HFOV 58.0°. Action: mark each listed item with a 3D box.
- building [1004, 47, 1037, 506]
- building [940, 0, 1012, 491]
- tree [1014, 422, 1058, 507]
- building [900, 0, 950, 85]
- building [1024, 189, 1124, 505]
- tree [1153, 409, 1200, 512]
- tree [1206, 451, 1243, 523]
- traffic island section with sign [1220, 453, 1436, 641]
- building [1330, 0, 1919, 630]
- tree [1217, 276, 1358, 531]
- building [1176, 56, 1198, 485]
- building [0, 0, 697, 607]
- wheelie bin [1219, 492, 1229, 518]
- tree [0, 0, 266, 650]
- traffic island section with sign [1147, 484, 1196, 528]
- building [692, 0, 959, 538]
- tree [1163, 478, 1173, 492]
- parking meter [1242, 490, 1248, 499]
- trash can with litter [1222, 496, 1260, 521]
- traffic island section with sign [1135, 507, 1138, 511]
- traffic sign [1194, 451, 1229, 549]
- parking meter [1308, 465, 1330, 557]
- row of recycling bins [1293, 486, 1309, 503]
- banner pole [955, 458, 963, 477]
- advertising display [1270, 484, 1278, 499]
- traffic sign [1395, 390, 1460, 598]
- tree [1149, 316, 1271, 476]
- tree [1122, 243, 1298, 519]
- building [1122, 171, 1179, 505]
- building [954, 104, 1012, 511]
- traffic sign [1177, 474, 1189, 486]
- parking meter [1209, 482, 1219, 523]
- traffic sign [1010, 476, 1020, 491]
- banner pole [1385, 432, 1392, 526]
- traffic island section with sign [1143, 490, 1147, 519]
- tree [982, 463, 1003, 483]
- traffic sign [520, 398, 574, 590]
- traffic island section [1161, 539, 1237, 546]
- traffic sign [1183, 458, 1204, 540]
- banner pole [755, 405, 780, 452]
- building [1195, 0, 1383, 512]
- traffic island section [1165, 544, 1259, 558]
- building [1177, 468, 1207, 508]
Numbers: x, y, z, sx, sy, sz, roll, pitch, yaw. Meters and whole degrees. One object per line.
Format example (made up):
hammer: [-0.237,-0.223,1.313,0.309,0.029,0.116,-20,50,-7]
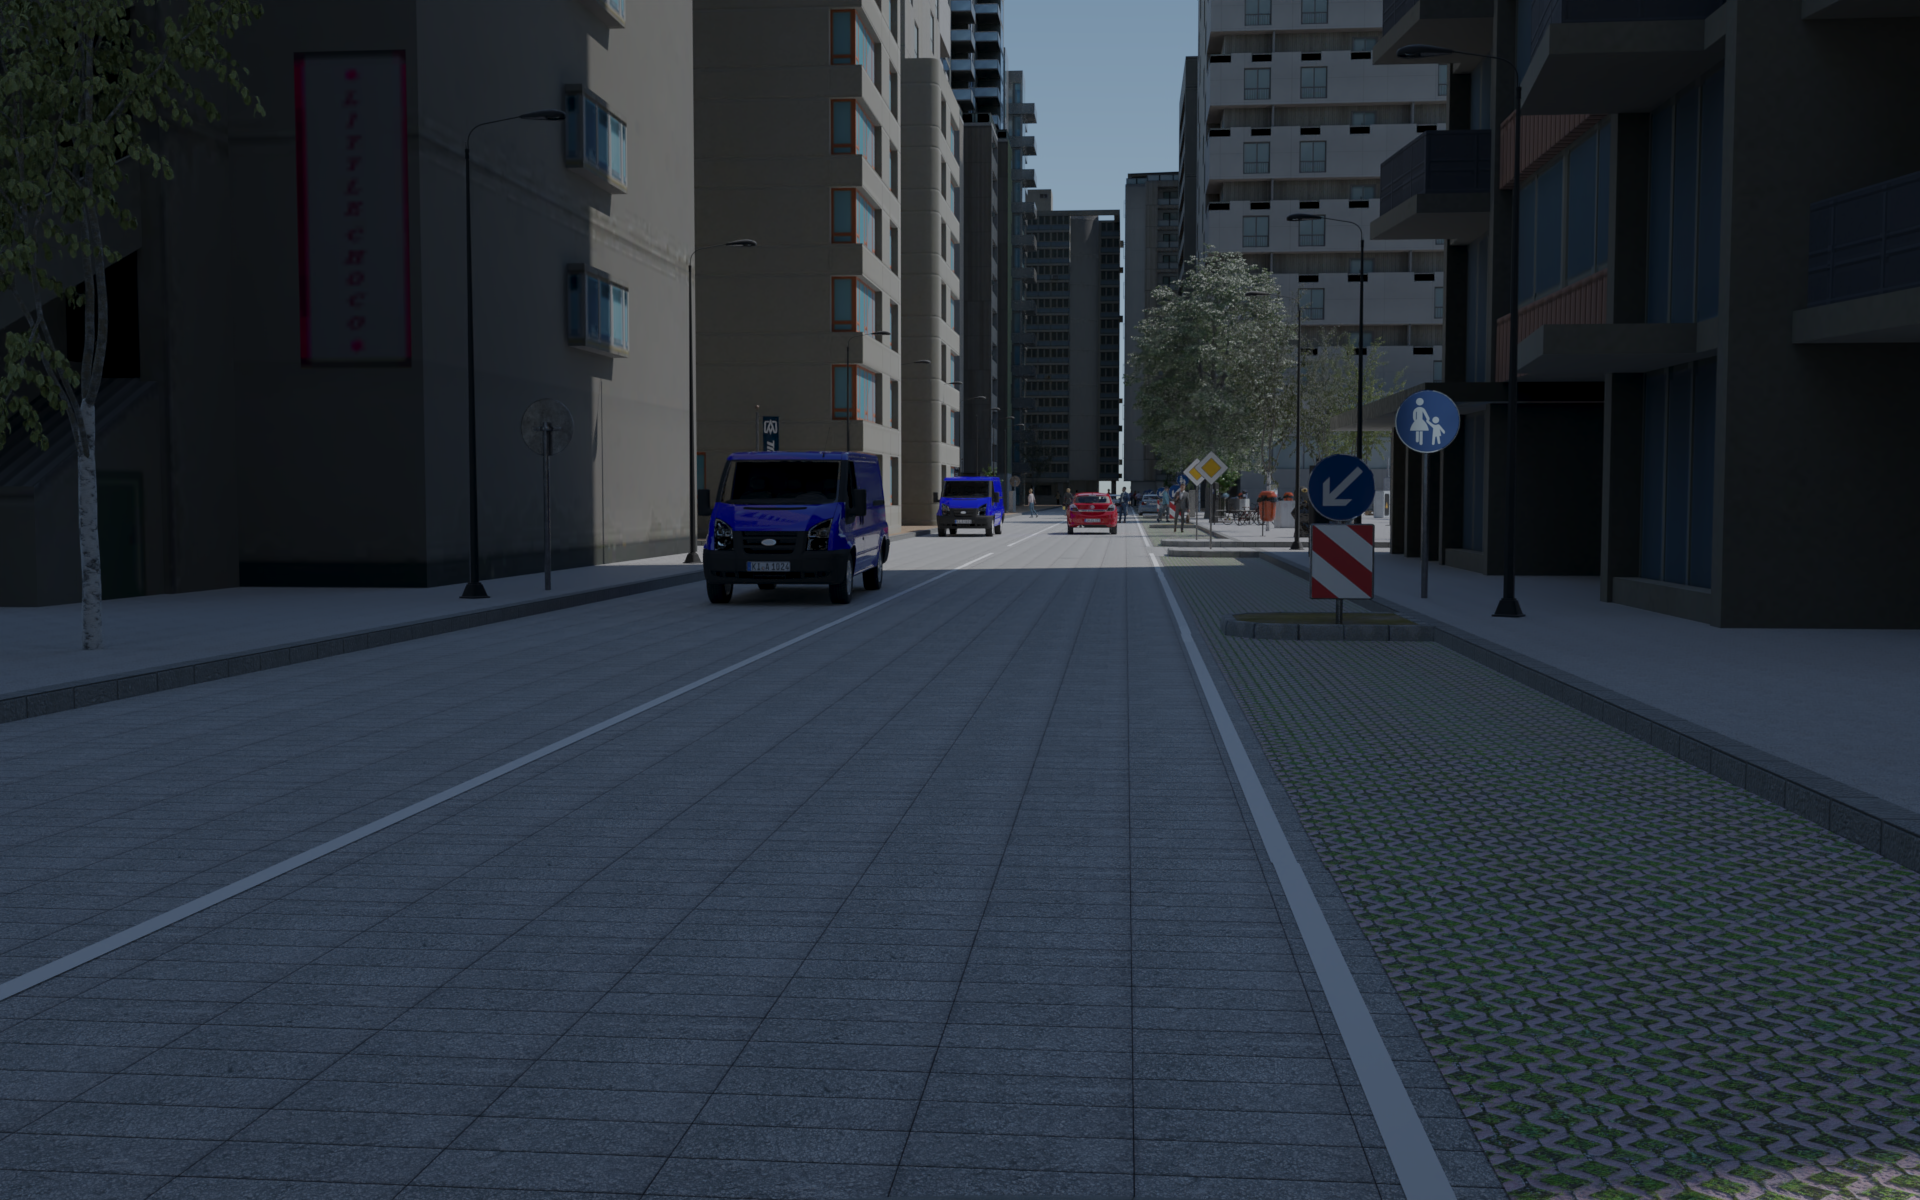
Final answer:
building: [-7.165,-34.740,187.607,30.456,49.044,23.786,0,4,5]
building: [-6.126,-51.444,153.789,22.319,86.520,31.000,0,4,5]
tree: [7.582,-13.601,172.735,4.360,8.622,3.978,0,3,0]
building: [-14.996,-31.559,105.221,28.713,52.752,27.495,0,4,5]
building: [9.000,-32.519,223.568,23.993,40.220,32.217,0,4,5]
tree: [16.940,-10.629,124.151,4.737,8.622,4.395,0,3,0]
tree: [11.641,-5.099,77.965,1.663,3.219,1.824,0,3,0]
traffic island section with sign: [3.703,-0.558,17.747,1.989,1.847,2.006,0,4,5]
building: [17.637,-22.503,22.553,22.147,44.769,28.867,0,4,5]
tree: [10.863,-6.679,59.567,4.360,8.622,3.978,0,3,0]
building: [34.166,-34.263,183.900,21.300,48.544,21.600,0,4,5]
building: [-17.306,-24.695,27.462,21.600,48.544,21.300,0,4,5]
wheelie bin: [14.002,-5.218,93.218,0.980,1.594,0.693,1,4,18]
tree: [-7.396,-3.891,13.974,4.737,8.622,4.395,0,3,0]
traffic island section with sign: [8.950,-3.916,72.653,1.989,1.847,2.006,0,4,5]
building: [-15.164,-13.439,64.770,27.650,21.520,28.899,0,4,5]
tree: [22.732,-12.032,191.321,1.663,3.219,1.824,0,3,0]
parking meter: [18.050,-6.192,109.654,0.372,1.533,0.369,0,3,0]
trash can with litter: [13.558,-4.408,83.122,2.233,1.210,1.678,0,4,-4]
traffic island section with sign: [16.293,-8.614,149.460,1.989,1.847,2.006,0,4,5]
traffic sign: [5.817,-2.232,40.142,0.795,2.450,0.064,0,4,5]
parking meter: [7.328,-1.808,35.276,0.399,1.863,0.255,-1,4,-19]
row of recycling bins: [19.243,-5.112,90.692,3.534,1.692,1.069,1,4,16]
banner pole: [-0.076,-8.045,121.560,0.863,3.779,0.401,0,4,7]
advertising display: [20.386,-6.572,112.670,0.123,1.923,0.974,3,5,40]
traffic sign: [5.727,-1.295,21.284,0.768,2.556,0.104,1,4,12]
tree: [15.092,-11.411,104.695,7.486,12.596,7.792,0,3,0]
tree: [13.094,-11.204,89.840,9.857,13.997,8.962,0,3,0]
building: [27.131,-32.387,213.119,14.086,41.232,14.154,0,4,5]
building: [-3.511,-22.034,131.962,14.160,30.474,14.107,0,4,5]
traffic sign: [14.443,-6.866,112.371,0.768,2.556,0.104,1,4,9]
parking meter: [11.238,-4.335,76.591,0.399,1.863,0.255,3,5,45]
traffic sign: [3.821,-7.374,120.664,0.768,2.556,0.104,1,4,13]
banner pole: [17.476,-4.897,70.077,0.401,3.779,0.863,0,4,5]
traffic island section with sign: [11.603,-5.611,100.369,1.989,1.847,2.006,0,4,5]
tree: [1.831,-7.005,109.125,1.663,3.219,1.824,0,3,0]
traffic sign: [-5.508,-1.405,23.071,0.768,2.556,0.104,1,4,13]
traffic island section: [6.601,-1.583,48.166,2.009,0.180,2.903,0,4,5]
traffic sign: [6.576,-2.719,48.091,0.795,2.450,0.064,0,4,5]
banner pole: [-5.489,-3.600,48.878,0.863,3.779,0.401,-1,4,-19]
building: [32.904,-33.573,138.162,28.713,52.752,27.495,0,4,5]
traffic island section: [5.841,-1.097,40.217,2.009,0.180,2.903,0,4,5]
building: [31.270,-44.286,162.323,20.563,71.187,20.611,0,4,5]
